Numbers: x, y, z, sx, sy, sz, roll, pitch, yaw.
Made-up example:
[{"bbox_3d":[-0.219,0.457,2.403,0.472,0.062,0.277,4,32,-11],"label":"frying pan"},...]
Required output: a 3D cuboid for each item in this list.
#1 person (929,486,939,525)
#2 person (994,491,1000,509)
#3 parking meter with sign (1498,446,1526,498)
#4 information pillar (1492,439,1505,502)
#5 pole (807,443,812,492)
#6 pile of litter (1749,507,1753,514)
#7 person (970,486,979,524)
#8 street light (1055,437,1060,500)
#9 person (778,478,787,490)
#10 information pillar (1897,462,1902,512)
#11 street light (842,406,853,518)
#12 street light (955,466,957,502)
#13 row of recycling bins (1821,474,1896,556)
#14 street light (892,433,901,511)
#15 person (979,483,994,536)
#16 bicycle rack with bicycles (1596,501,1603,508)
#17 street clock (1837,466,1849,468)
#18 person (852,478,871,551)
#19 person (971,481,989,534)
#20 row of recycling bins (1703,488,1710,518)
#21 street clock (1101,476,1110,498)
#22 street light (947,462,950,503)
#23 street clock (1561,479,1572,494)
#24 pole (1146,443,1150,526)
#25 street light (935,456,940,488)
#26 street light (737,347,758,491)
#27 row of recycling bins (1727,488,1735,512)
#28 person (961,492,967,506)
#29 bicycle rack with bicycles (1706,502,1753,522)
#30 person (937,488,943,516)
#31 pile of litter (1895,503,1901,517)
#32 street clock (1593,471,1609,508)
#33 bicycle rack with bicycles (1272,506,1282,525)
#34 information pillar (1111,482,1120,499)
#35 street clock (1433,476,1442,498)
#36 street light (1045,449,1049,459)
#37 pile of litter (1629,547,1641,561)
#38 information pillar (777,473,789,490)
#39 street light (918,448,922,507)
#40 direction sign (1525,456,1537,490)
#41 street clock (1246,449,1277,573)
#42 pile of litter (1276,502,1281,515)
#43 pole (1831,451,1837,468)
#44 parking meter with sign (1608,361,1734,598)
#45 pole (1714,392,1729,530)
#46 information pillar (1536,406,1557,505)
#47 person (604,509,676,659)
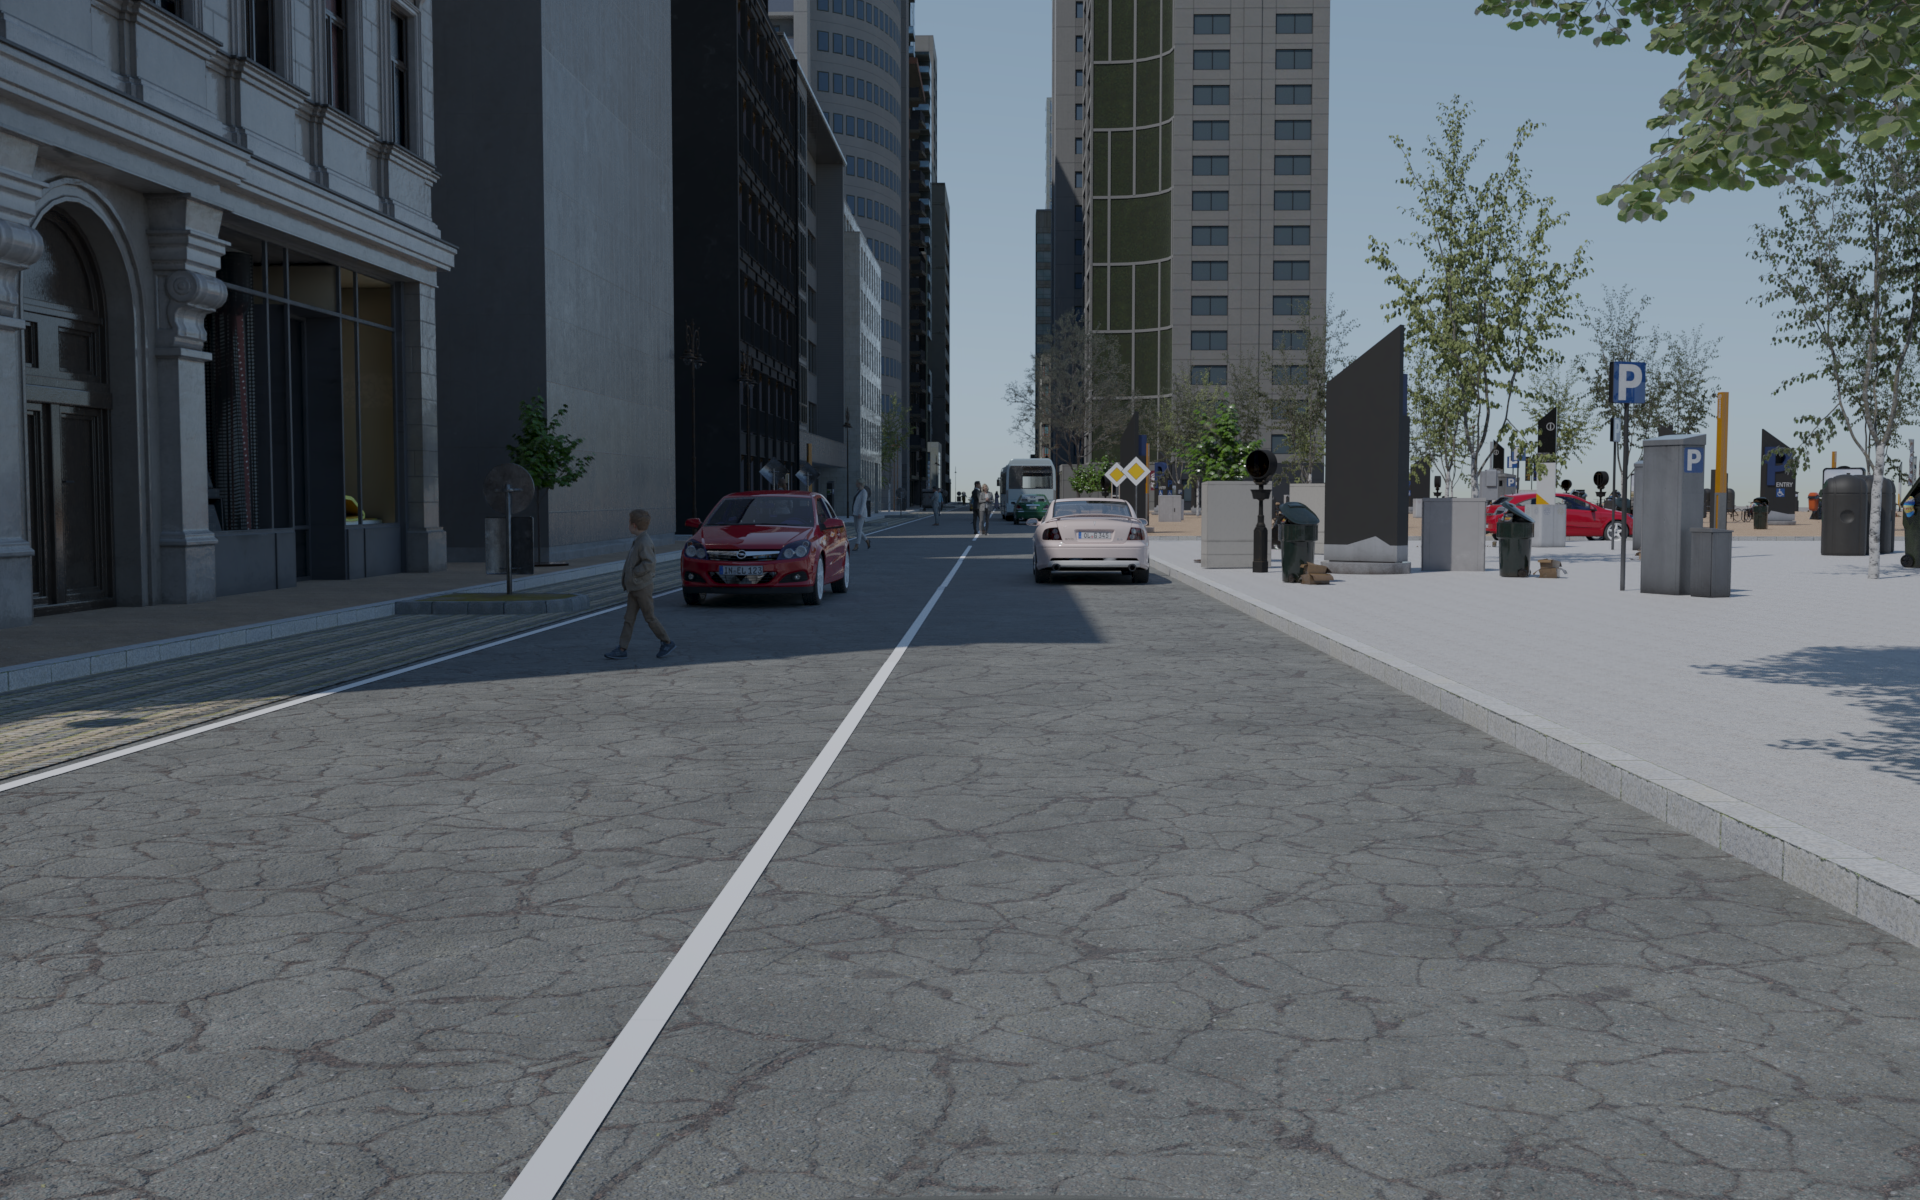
[{"bbox_3d":[-1.184,-4.313,79.196,0.466,1.800,0.511,0,4,2],"label":"person"},{"bbox_3d":[3.634,-9.881,170.717,0.621,1.740,0.551,2,4,29],"label":"person"},{"bbox_3d":[20.072,-4.114,63.523,0.543,3.016,1.738,0,4,-8],"label":"parking meter with sign"},{"bbox_3d":[22.958,-5.050,73.920,0.504,3.616,0.183,2,4,34],"label":"information pillar"},{"bbox_3d":[-6.077,-4.649,69.855,0.158,3.312,0.155,0,3,0],"label":"pole"},{"bbox_3d":[48.580,-5.583,105.239,1.719,0.858,1.176,-1,4,-17],"label":"pile of litter"},{"bbox_3d":[0.832,-4.619,83.890,0.748,1.841,0.638,-1,4,-23],"label":"person"},{"bbox_3d":[7.374,-9.734,131.930,0.468,5.910,1.993,0,4,1],"label":"street light"},{"bbox_3d":[-4.050,-1.850,39.025,0.520,1.790,0.573,-1,4,-18],"label":"person"},{"bbox_3d":[67.662,-8.153,124.657,0.183,3.616,0.504,3,5,44],"label":"information pillar"},{"bbox_3d":[-5.934,-7.261,91.497,0.468,5.910,1.993,0,4,1],"label":"street light"},{"bbox_3d":[-0.731,-19.293,288.231,0.468,5.910,1.993,0,4,1],"label":"street light"},{"bbox_3d":[19.332,-1.837,37.141,1.069,1.692,3.534,3,5,39],"label":"row of recycling bins"},{"bbox_3d":[-4.736,-9.700,131.389,0.468,5.910,1.993,0,4,1],"label":"street light"},{"bbox_3d":[0.922,-3.132,59.891,0.537,1.800,0.526,0,4,-1],"label":"person"},{"bbox_3d":[46.017,-6.883,125.925,2.852,0.926,2.925,2,4,26],"label":"bicycle rack with bicycles"},{"bbox_3d":[22.552,-2.427,44.253,0.471,2.002,0.358,1,4,15],"label":"street clock"},{"bbox_3d":[-2.481,-2.171,43.872,0.514,1.842,0.818,3,5,42],"label":"person"},{"bbox_3d":[0.692,-3.290,61.659,0.474,1.900,0.648,-3,4,-37],"label":"person"},{"bbox_3d":[38.005,-5.229,92.606,3.534,1.692,1.069,1,4,14],"label":"row of recycling bins"},{"bbox_3d":[5.707,-3.878,67.978,0.358,2.002,0.471,-1,4,-18],"label":"street clock"},{"bbox_3d":[-1.669,-17.049,251.537,0.468,5.910,1.993,0,4,1],"label":"street light"},{"bbox_3d":[29.780,-4.924,85.078,0.471,2.002,0.358,3,5,43],"label":"street clock"},{"bbox_3d":[7.528,-4.646,69.809,0.158,3.312,0.155,0,3,0],"label":"pole"},{"bbox_3d":[-2.670,-14.780,214.445,0.468,5.910,1.993,0,4,1],"label":"street light"},{"bbox_3d":[-6.706,-5.016,54.798,0.468,5.910,1.993,0,4,1],"label":"street light"},{"bbox_3d":[53.291,-7.067,122.664,1.069,1.692,3.534,-2,4,-27],"label":"row of recycling bins"},{"bbox_3d":[0.447,-12.629,215.715,1.217,1.736,0.721,-3,5,-41],"label":"person"},{"bbox_3d":[36.214,-4.076,80.027,2.925,0.926,2.852,-2,4,-30],"label":"bicycle rack with bicycles"},{"bbox_3d":[-1.438,-6.457,113.933,0.638,1.841,0.748,-1,4,-13],"label":"person"},{"bbox_3d":[51.926,-5.066,96.792,1.176,0.858,1.719,0,4,-1],"label":"pile of litter"},{"bbox_3d":[20.116,-3.047,54.387,0.358,2.002,0.471,-1,4,-20],"label":"street clock"},{"bbox_3d":[12.244,-3.591,72.093,2.925,0.926,2.852,0,4,6],"label":"bicycle rack with bicycles"},{"bbox_3d":[5.626,-3.554,62.592,0.304,2.012,0.304,0,4,7],"label":"information pillar"},{"bbox_3d":[18.806,-3.894,68.234,0.358,2.002,0.471,1,4,22],"label":"street clock"},{"bbox_3d":[8.439,-11.984,168.730,0.468,5.910,1.993,0,4,1],"label":"street light"},{"bbox_3d":[13.768,-1.218,33.885,1.719,0.858,1.176,-1,4,-21],"label":"pile of litter"},{"bbox_3d":[-6.281,-3.492,61.581,0.304,2.012,0.304,3,5,45],"label":"information pillar"},{"bbox_3d":[-3.856,-11.969,168.479,0.468,5.910,1.993,0,4,1],"label":"street light"},{"bbox_3d":[34.422,-6.868,104.284,0.876,3.537,0.379,-1,4,-9],"label":"direction sign"},{"bbox_3d":[4.905,-1.447,28.227,0.471,2.002,0.358,3,5,43],"label":"street clock"},{"bbox_3d":[16.734,-4.808,92.571,1.176,0.858,1.719,-1,4,-22],"label":"pile of litter"},{"bbox_3d":[41.626,-5.425,82.544,0.158,3.312,0.155,0,3,0],"label":"pole"},{"bbox_3d":[9.102,-1.582,22.125,0.543,3.016,1.738,-1,4,-22],"label":"parking meter with sign"},{"bbox_3d":[15.233,-2.497,34.663,0.158,3.312,0.155,0,3,0],"label":"pole"},{"bbox_3d":[15.569,-3.339,45.943,0.504,3.616,0.183,2,4,27],"label":"information pillar"},{"bbox_3d":[-2.774,-0.141,15.084,0.640,1.303,0.475,-3,4,-36],"label":"person"}]
